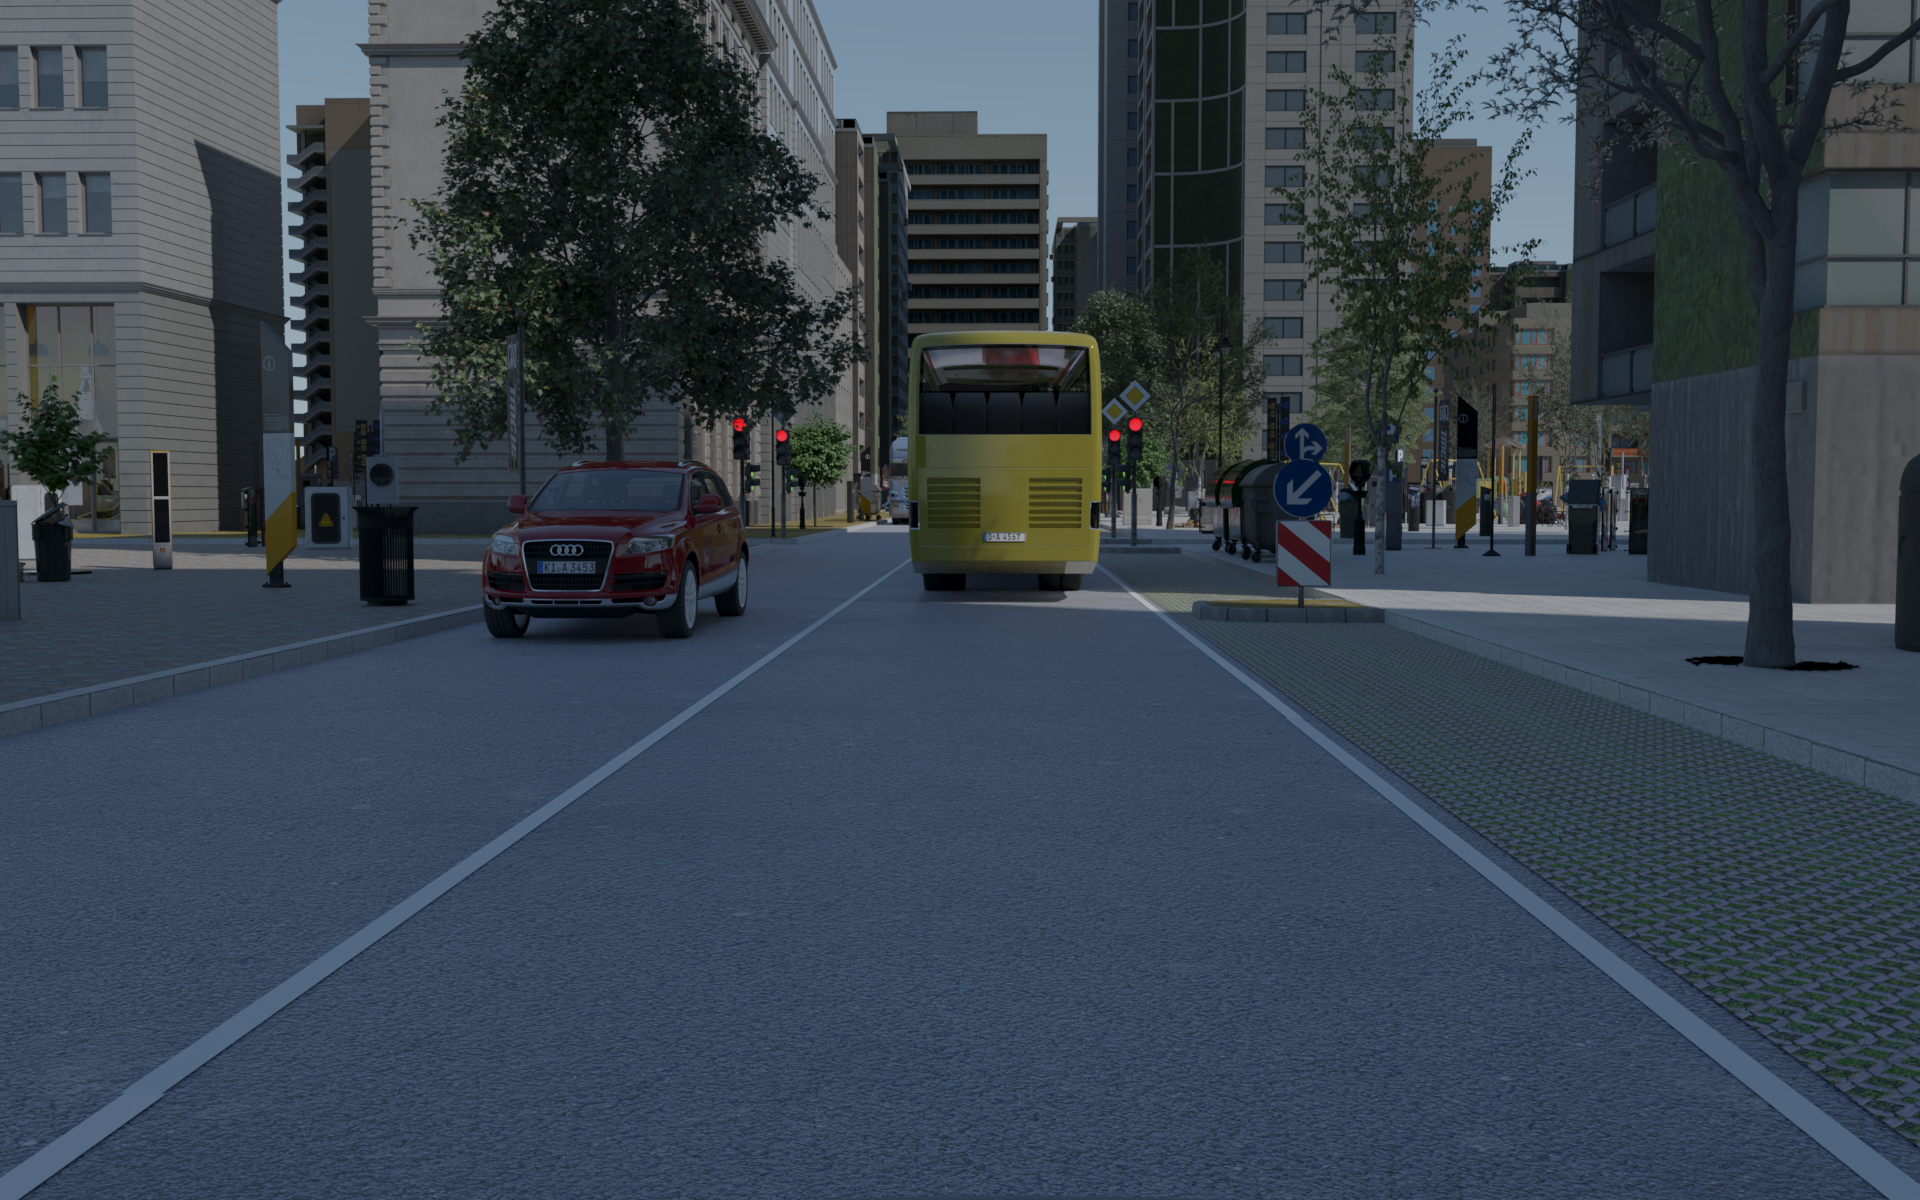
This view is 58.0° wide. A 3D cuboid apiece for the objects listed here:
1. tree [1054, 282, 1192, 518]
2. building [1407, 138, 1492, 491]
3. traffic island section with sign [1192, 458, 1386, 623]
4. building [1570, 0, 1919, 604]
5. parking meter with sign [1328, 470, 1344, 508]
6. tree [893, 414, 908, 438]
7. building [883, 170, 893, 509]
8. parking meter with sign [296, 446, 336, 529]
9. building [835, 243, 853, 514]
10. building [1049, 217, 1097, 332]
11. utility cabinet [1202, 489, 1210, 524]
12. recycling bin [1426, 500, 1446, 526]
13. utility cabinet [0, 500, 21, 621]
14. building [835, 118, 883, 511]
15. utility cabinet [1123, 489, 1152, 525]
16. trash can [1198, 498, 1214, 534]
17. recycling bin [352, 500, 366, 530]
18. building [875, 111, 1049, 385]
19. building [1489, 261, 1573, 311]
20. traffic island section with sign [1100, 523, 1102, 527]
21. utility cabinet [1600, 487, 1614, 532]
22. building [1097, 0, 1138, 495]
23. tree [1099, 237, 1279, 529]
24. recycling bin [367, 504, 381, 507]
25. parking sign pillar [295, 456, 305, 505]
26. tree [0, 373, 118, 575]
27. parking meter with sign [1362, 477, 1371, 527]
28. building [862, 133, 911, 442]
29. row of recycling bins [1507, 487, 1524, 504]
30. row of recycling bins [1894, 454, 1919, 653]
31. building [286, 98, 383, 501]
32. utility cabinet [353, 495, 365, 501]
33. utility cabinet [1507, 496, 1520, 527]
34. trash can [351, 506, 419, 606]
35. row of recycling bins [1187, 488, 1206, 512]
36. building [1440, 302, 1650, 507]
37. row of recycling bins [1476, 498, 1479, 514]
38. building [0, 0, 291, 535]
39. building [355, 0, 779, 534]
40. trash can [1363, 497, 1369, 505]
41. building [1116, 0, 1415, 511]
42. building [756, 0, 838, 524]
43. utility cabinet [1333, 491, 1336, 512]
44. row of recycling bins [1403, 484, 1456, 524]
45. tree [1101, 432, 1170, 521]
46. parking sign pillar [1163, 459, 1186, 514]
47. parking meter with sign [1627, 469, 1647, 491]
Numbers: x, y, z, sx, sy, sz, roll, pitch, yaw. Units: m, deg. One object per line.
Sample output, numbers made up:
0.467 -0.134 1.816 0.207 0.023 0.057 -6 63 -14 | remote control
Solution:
8.191 -10.807 93.700 9.611 12.733 9.660 0 3 0 | tree
57.448 -34.718 217.742 14.200 45.320 14.600 0 4 1 | building
3.742 -0.702 20.098 1.989 1.847 2.006 0 4 1 | traffic island section with sign
17.096 -20.915 25.552 14.154 41.232 14.086 0 4 1 | building
26.232 -7.511 119.059 1.738 3.016 0.543 2 4 24 | parking meter with sign
-3.121 -11.461 137.753 4.737 8.622 4.395 0 3 0 | tree
-13.254 -23.042 148.440 14.160 30.474 14.107 0 4 1 | building
-23.826 -4.119 63.601 1.738 3.016 0.543 1 4 9 | parking meter with sign
-12.882 -15.730 111.936 10.420 20.320 16.860 0 4 1 | building
23.990 -32.790 228.004 23.993 40.220 32.217 0 4 1 | building
10.862 -3.963 73.473 1.173 1.500 0.318 0 4 1 | utility cabinet
18.980 -3.456 69.056 0.722 1.027 0.722 1 4 19 | recycling bin
-10.056 -0.382 17.409 1.020 1.237 0.306 -3 5 -39 | utility cabinet
-13.756 -22.132 133.562 14.160 30.474 14.107 0 4 1 | building
7.286 -3.816 71.071 1.173 1.500 0.318 0 4 -8 | utility cabinet
8.013 -2.705 55.880 0.748 1.137 0.748 0 3 0 | trash can
-22.067 -3.063 62.640 0.722 1.027 0.722 0 4 -4 | recycling bin
0.370 -36.630 222.598 21.600 48.544 21.300 0 4 1 | building
71.591 -27.271 217.589 14.107 30.474 14.160 0 4 1 | building
5.165 -4.081 75.347 1.989 1.847 2.006 0 4 1 | traffic island section with sign
21.286 -3.011 57.912 1.173 1.500 0.318 1 4 9 | utility cabinet
23.152 -37.744 159.112 21.231 58.520 28.212 0 4 1 | building
7.972 -7.852 62.785 7.601 10.594 8.767 1 4 22 | tree
-25.088 -3.756 73.968 0.722 1.027 0.722 2 4 33 | recycling bin
-46.745 -8.160 121.888 1.447 3.967 1.447 2 4 25 | parking sign pillar
-14.384 -2.028 27.761 1.663 3.219 1.824 0 3 0 | tree
16.463 -4.388 67.999 1.738 3.016 0.543 3 5 39 | parking meter with sign
-17.377 -29.992 182.248 23.993 40.220 32.217 0 4 1 | building
31.127 -5.358 94.708 1.069 1.692 3.534 -1 4 -12 | row of recycling bins
8.922 -0.497 15.235 1.069 1.692 3.534 3 4 37 | row of recycling bins
-64.652 -33.176 192.534 14.200 45.320 14.600 0 4 1 | building
-31.974 -4.959 92.234 0.306 1.237 1.020 -3 5 -43 | utility cabinet
21.825 -3.491 68.236 0.306 1.237 1.020 0 4 7 | utility cabinet
-6.617 -0.510 19.987 0.748 1.137 0.748 0 3 0 | trash can
16.648 -6.556 114.297 3.534 1.692 1.069 -1 4 -16 | row of recycling bins
69.099 -20.712 183.682 28.899 21.520 27.650 0 4 1 | building
34.125 -6.524 113.780 3.534 1.692 1.069 1 4 13 | row of recycling bins
-40.301 -17.258 59.666 29.804 29.767 11.434 0 4 1 | building
-13.396 -14.350 63.499 11.050 23.489 19.941 0 4 1 | building
18.592 -4.178 79.967 0.748 1.137 0.748 0 3 0 | trash can
22.589 -42.576 134.365 20.563 71.187 20.611 0 4 1 | building
-13.147 -19.000 88.136 11.434 29.767 29.804 0 4 1 | building
27.064 -6.992 122.992 1.173 1.500 0.318 -2 4 -30 | utility cabinet
20.129 -4.157 75.082 1.069 1.692 3.534 -3 5 -44 | row of recycling bins
8.278 -6.024 82.207 4.285 4.588 4.351 0 3 0 | tree
13.716 -7.461 110.454 1.447 3.967 1.447 0 4 -8 | parking sign pillar
47.036 -7.639 121.162 1.738 3.016 0.543 0 4 -7 | parking meter with sign
